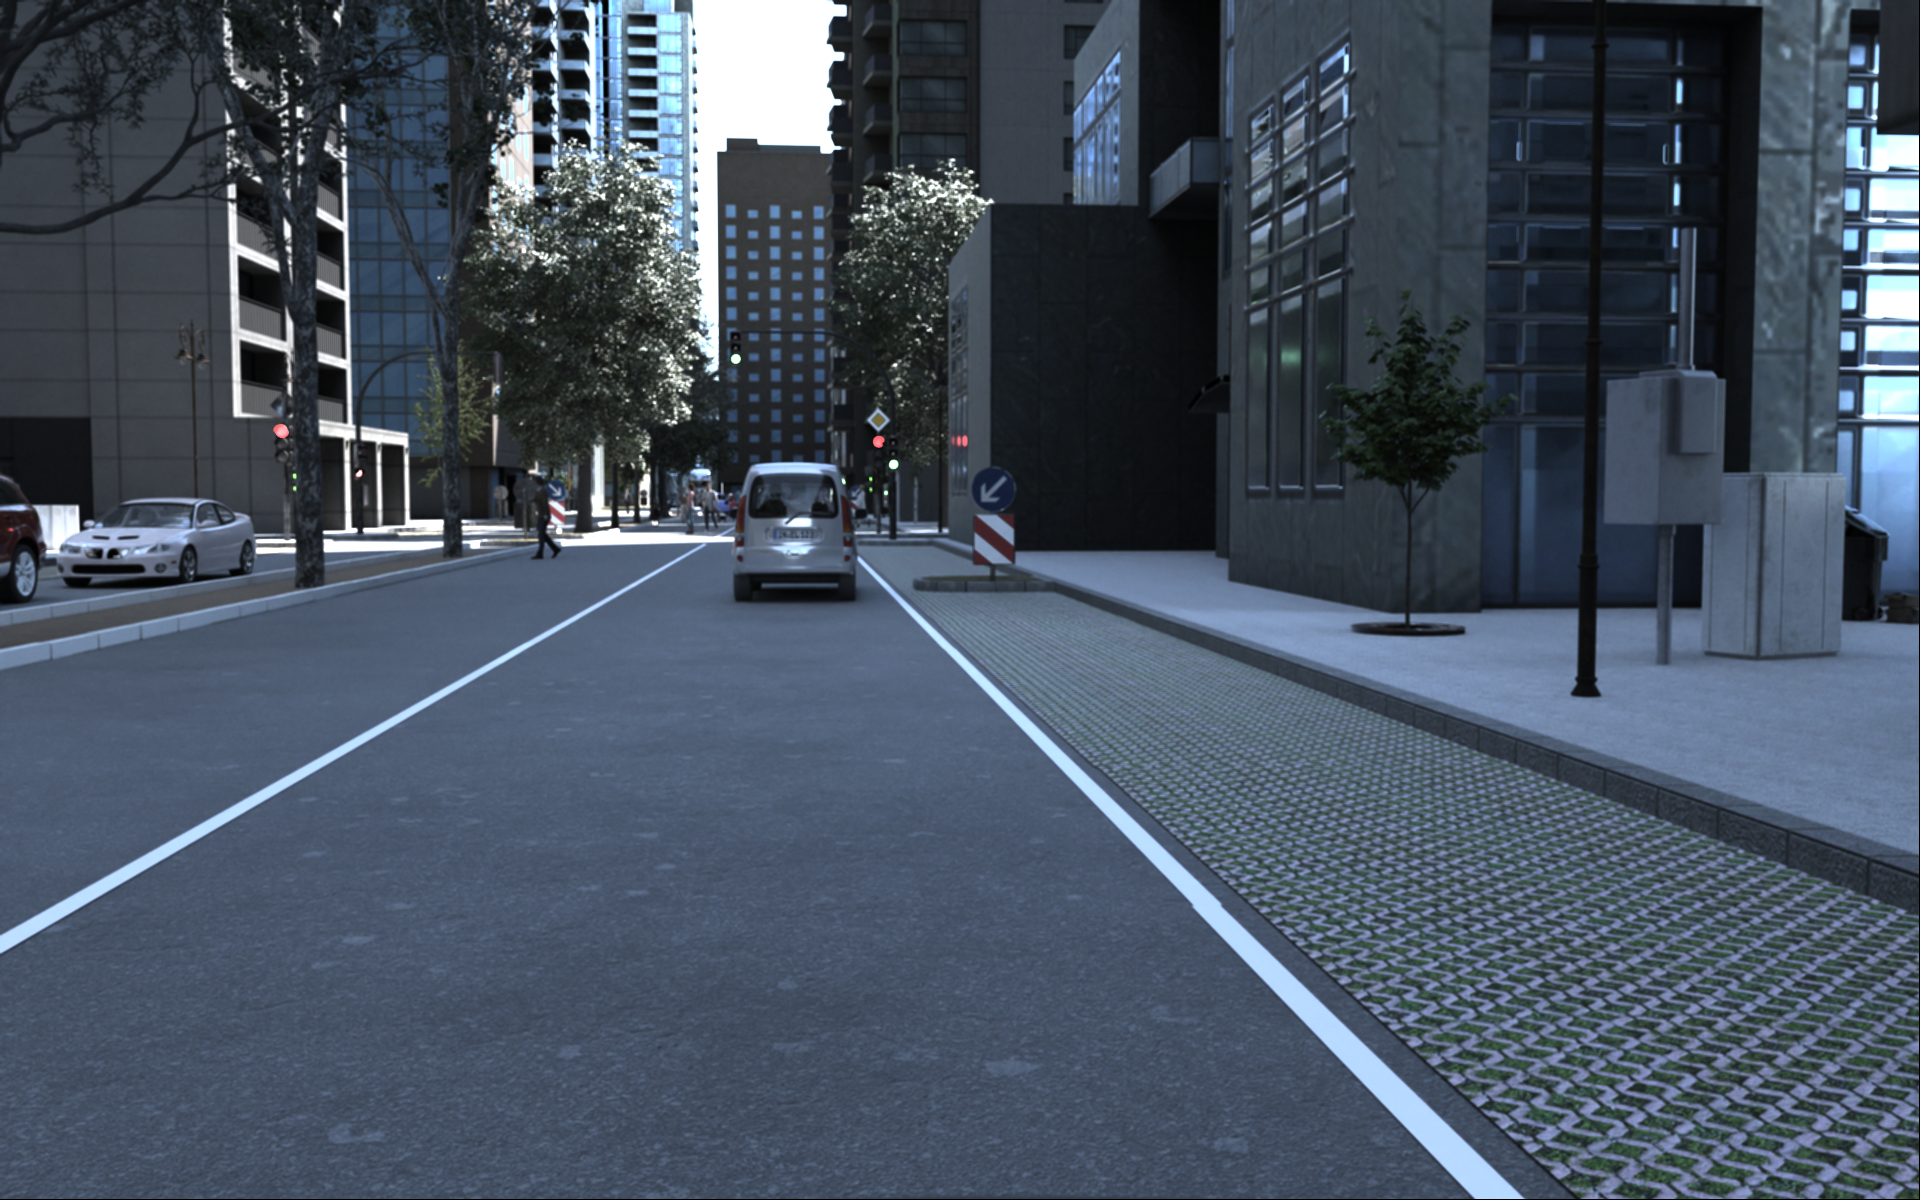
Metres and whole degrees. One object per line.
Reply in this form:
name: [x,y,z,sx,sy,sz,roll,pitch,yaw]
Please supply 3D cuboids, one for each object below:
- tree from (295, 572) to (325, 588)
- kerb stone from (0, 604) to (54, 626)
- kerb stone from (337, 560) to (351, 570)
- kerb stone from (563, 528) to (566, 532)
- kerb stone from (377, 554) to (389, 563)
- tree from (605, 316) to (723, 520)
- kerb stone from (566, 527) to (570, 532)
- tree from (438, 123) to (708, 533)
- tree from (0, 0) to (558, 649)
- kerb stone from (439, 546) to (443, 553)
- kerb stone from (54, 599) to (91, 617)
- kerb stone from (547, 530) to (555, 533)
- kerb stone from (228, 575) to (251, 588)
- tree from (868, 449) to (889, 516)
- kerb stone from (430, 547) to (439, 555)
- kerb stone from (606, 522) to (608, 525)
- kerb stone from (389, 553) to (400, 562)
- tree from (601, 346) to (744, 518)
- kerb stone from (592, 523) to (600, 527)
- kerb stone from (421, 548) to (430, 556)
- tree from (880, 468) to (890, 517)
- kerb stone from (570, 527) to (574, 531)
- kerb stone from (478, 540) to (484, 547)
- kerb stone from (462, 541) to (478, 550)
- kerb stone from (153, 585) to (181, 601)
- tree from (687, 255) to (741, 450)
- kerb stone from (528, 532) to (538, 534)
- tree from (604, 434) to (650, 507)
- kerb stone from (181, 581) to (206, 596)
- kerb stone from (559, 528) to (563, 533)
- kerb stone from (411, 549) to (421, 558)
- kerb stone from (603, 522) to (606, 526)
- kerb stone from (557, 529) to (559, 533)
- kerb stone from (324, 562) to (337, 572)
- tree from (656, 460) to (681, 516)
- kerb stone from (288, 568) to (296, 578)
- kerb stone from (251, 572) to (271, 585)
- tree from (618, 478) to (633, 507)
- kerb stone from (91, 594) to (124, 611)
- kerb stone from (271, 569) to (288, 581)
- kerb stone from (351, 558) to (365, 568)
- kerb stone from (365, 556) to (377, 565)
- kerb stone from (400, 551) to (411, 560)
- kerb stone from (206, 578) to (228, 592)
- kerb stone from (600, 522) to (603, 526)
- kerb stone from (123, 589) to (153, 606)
tree: [-11.236,-10.292,26.626,12.611,20.169,13.585,0,3,0]
kerb stone: [-10.454,0.171,19.398,0.120,0.150,1.000,0,4,-5]
kerb stone: [-11.729,-0.640,32.664,0.120,0.150,1.000,0,4,-5]
kerb stone: [-14.719,-2.543,63.809,0.120,0.150,1.000,0,4,-5]
kerb stone: [-12.022,-0.828,35.736,0.120,0.150,1.000,0,4,-5]
tree: [-16.760,-10.186,94.758,9.928,11.665,9.643,0,3,0]
kerb stone: [-14.819,-2.608,64.830,0.120,0.150,1.000,0,4,-5]
tree: [-13.237,-9.259,60.489,9.857,13.997,8.962,0,3,0]
tree: [-8.741,-6.226,14.624,12.009,13.543,11.850,0,3,0]
kerb stone: [-12.612,-1.204,41.875,0.120,0.150,1.000,0,4,-5]
kerb stone: [-10.550,0.108,20.424,0.120,0.150,1.000,0,4,-5]
kerb stone: [-14.427,-2.356,60.751,0.120,0.150,1.000,0,4,-5]
kerb stone: [-11.137,-0.265,26.554,0.120,0.150,1.000,0,4,-5]
tree: [-3.712,-7.181,101.129,4.285,4.588,4.351,0,3,0]
kerb stone: [-12.511,-1.141,40.856,0.120,0.150,1.000,0,4,-5]
kerb stone: [-16.093,-3.417,78.099,0.120,0.150,1.000,0,4,-5]
kerb stone: [-12.118,-0.889,36.770,0.120,0.150,1.000,0,4,-5]
tree: [-17.921,-11.318,104.510,9.611,12.733,9.660,0,3,0]
kerb stone: [-15.810,-3.232,75.042,0.120,0.150,1.000,0,4,-5]
kerb stone: [-12.422,-1.079,39.838,0.120,0.150,1.000,0,4,-5]
tree: [-3.922,-6.289,97.423,1.663,3.219,1.824,0,3,0]
kerb stone: [-14.916,-2.666,65.848,0.120,0.150,1.000,0,4,-5]
kerb stone: [-13.102,-1.512,46.980,0.120,0.150,1.000,0,4,-5]
kerb stone: [-13.010,-1.454,45.962,0.120,0.150,1.000,0,4,-5]
kerb stone: [-10.845,-0.079,23.486,0.120,0.150,1.000,0,4,-5]
tree: [-14.299,-9.703,71.464,12.009,13.543,11.850,0,3,0]
kerb stone: [-14.033,-2.108,56.664,0.120,0.150,1.000,0,4,-5]
tree: [-32.352,-15.215,166.892,7.486,12.596,7.792,0,3,0]
kerb stone: [-10.938,-0.141,24.505,0.120,0.150,1.000,0,4,-5]
kerb stone: [-14.617,-2.482,62.789,0.120,0.150,1.000,0,4,-5]
kerb stone: [-12.316,-1.015,38.817,0.120,0.150,1.000,0,4,-5]
kerb stone: [-15.998,-3.356,77.081,0.120,0.150,1.000,0,4,-5]
kerb stone: [-14.523,-2.421,61.771,0.120,0.150,1.000,0,4,-5]
kerb stone: [-11.630,-0.578,31.647,0.120,0.150,1.000,0,4,-5]
tree: [-18.483,-9.815,113.290,4.360,8.622,3.978,0,3,0]
kerb stone: [-11.433,-0.454,29.611,0.120,0.150,1.000,0,4,-5]
kerb stone: [-11.231,-0.329,27.572,0.120,0.150,1.000,0,4,-5]
tree: [-33.616,-10.951,173.655,1.663,3.219,1.824,0,3,0]
kerb stone: [-10.645,0.050,21.449,0.120,0.150,1.000,0,4,-5]
kerb stone: [-11.339,-0.391,28.591,0.120,0.150,1.000,0,4,-5]
kerb stone: [-11.819,-0.703,33.696,0.120,0.150,1.000,0,4,-5]
kerb stone: [-11.923,-0.766,34.712,0.120,0.150,1.000,0,4,-5]
kerb stone: [-12.218,-0.954,37.790,0.120,0.150,1.000,0,4,-5]
kerb stone: [-11.043,-0.203,25.522,0.120,0.150,1.000,0,4,-5]
kerb stone: [-15.895,-3.295,76.061,0.120,0.150,1.000,0,4,-5]
kerb stone: [-10.748,-0.017,22.467,0.120,0.150,1.000,0,4,-5]
